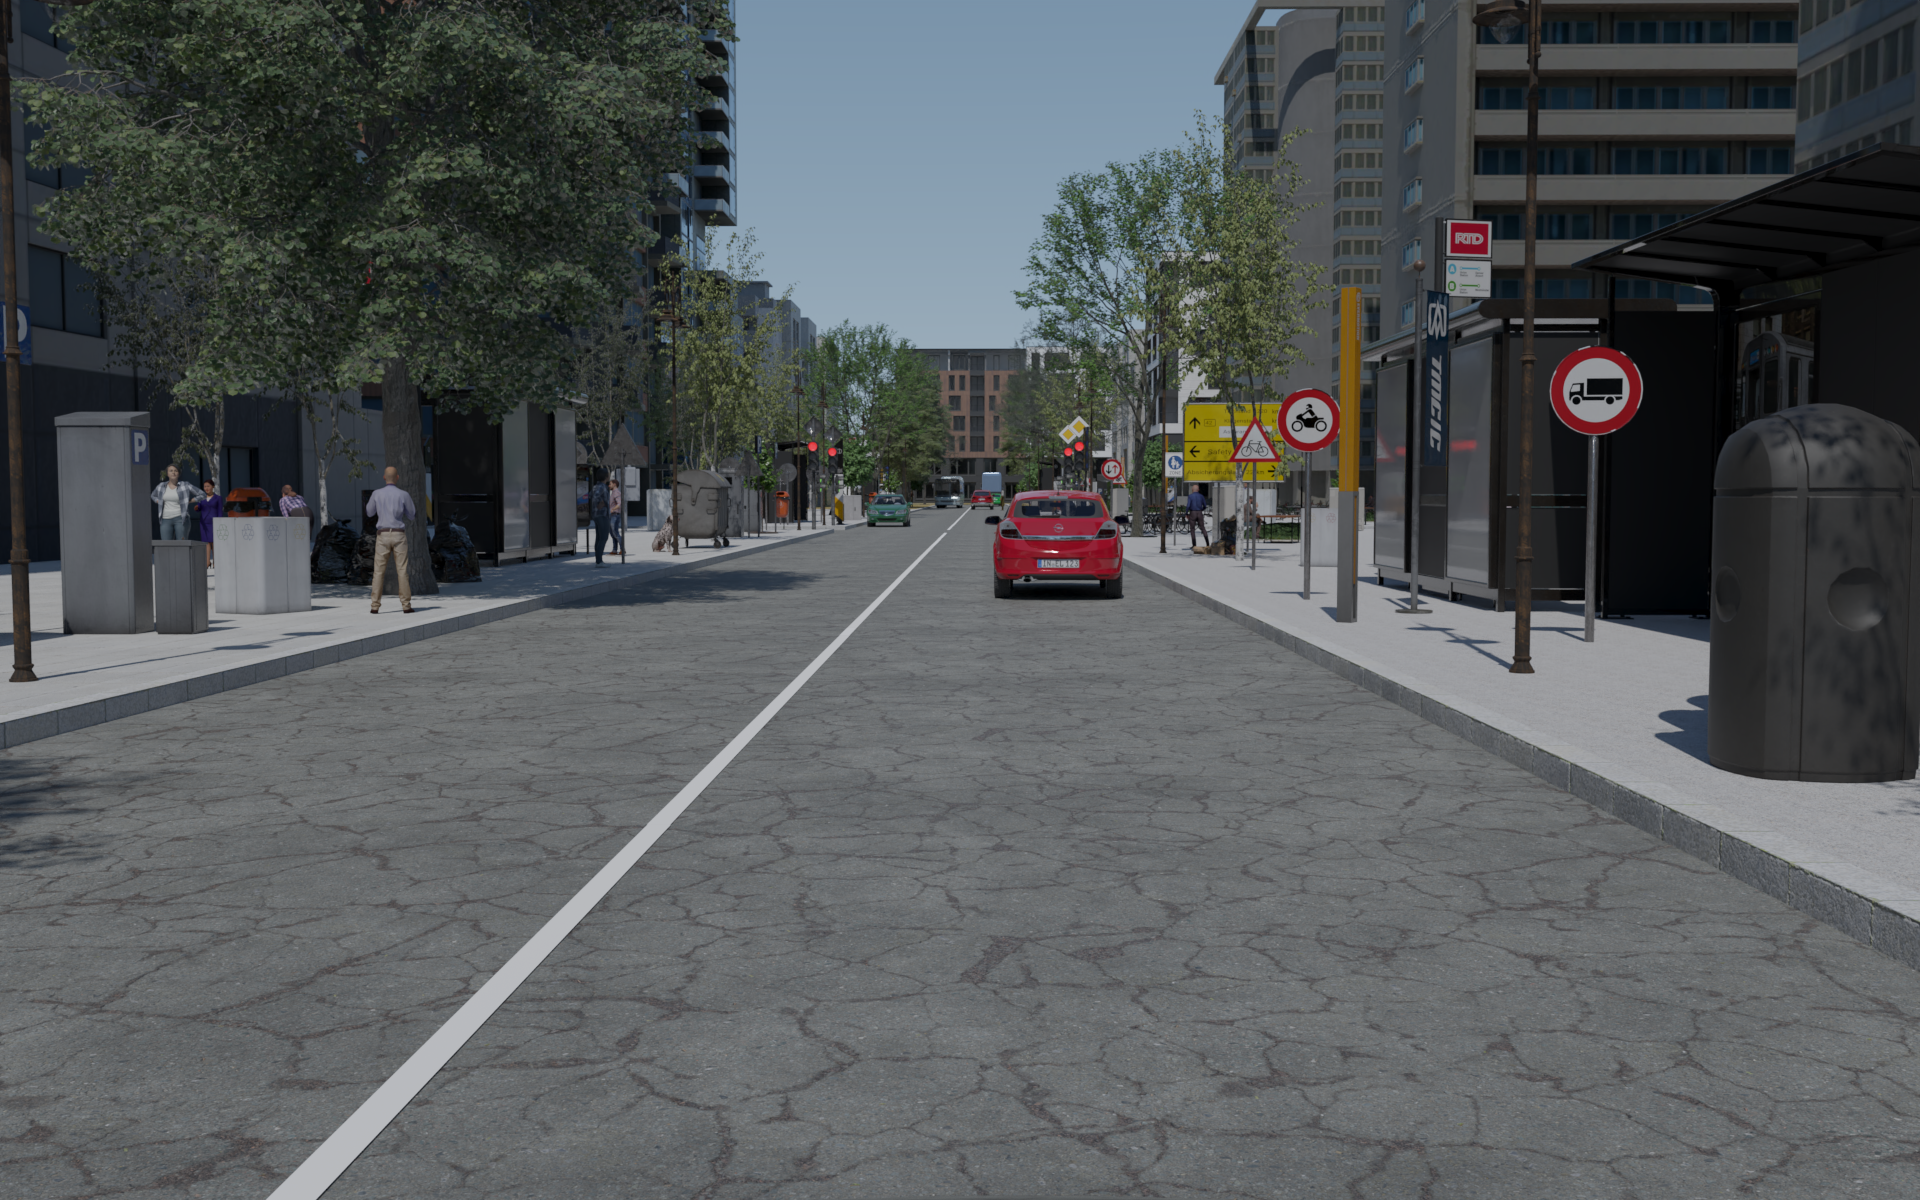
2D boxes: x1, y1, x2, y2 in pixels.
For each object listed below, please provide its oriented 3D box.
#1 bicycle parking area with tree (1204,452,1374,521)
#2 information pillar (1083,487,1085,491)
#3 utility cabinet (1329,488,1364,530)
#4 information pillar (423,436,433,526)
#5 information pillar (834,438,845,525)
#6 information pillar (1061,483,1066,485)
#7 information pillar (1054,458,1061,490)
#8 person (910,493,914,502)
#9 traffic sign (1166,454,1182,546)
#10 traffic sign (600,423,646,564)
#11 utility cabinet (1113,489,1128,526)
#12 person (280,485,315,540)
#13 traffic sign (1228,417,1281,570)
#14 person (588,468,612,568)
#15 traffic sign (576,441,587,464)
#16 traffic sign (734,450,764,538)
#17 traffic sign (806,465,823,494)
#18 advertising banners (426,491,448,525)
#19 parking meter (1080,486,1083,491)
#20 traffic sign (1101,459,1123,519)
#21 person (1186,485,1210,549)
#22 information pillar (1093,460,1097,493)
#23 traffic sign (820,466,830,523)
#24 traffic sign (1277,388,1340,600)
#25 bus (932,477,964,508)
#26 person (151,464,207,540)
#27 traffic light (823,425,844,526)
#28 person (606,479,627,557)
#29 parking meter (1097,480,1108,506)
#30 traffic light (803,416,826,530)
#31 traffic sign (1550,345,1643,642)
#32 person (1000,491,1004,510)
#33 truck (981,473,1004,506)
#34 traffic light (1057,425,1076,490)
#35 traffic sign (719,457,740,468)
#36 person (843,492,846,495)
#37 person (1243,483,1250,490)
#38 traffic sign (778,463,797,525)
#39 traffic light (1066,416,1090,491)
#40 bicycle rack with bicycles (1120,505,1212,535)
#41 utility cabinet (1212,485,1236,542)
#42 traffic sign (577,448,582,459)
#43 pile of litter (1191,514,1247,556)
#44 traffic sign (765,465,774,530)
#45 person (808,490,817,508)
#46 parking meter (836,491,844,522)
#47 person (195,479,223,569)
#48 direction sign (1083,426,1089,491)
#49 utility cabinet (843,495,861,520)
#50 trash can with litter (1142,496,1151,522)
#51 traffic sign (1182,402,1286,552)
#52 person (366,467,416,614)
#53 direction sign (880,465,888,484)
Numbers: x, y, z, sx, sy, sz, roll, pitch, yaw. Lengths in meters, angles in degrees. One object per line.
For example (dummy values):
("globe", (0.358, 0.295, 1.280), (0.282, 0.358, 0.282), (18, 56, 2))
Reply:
("bicycle parking area with tree", (17.362, -6.701, 96.558), (9.016, 4.147, 8.231), (2, 4, 30))
("information pillar", (8.475, -6.838, 116.299), (0.304, 2.012, 0.304), (-2, 4, -35))
("utility cabinet", (13.459, -3.157, 60.288), (1.173, 1.500, 0.318), (1, 4, 10))
("information pillar", (-21.380, -4.783, 69.564), (0.183, 3.616, 0.504), (1, 4, 9))
("information pillar", (-5.093, -4.950, 72.294), (0.504, 3.616, 0.183), (1, 4, 9))
("information pillar", (6.989, -6.891, 117.155), (0.304, 2.012, 0.304), (1, 4, 14))
("information pillar", (6.288, -7.389, 112.162), (0.504, 3.616, 0.183), (0, 4, -2))
("person", (-6.155, -12.956, 218.399), (0.721, 1.766, 1.217), (-2, 4, -34))
("traffic sign", (5.325, -2.494, 42.903), (0.606, 2.300, 0.079), (1, 4, 8))
("traffic sign", (-6.177, -1.938, 31.698), (0.884, 2.594, 0.081), (1, 4, 9))
("utility cabinet", (6.402, -3.729, 69.652), (0.318, 1.500, 1.173), (2, 4, 28))
("person", (-10.808, -1.156, 28.180), (0.697, 1.427, 0.421), (3, 5, 40))
("traffic sign", (4.948, -1.781, 29.122), (0.884, 2.594, 0.081), (0, 4, 6))
("person", (-6.286, -1.439, 30.295), (0.376, 1.734, 0.841), (-1, 4, -15))
("traffic sign", (-9.216, -2.506, 41.079), (0.768, 2.556, 0.104), (0, 4, 3))
("traffic sign", (-6.175, -3.096, 50.622), (0.884, 2.594, 0.081), (1, 4, 9))
("traffic sign", (-6.181, -4.509, 73.822), (0.768, 2.556, 0.104), (0, 4, 5))
("advertising banners", (-21.349, -4.607, 71.508), (0.090, 3.025, 2.074), (2, 4, 25))
("parking meter", (8.299, -6.910, 118.688), (0.255, 1.863, 0.399), (2, 4, 32))
("traffic sign", (5.462, -3.804, 62.302), (0.768, 2.556, 0.104), (0, 4, 8))
("person", (5.610, -1.959, 40.761), (0.574, 1.496, 0.600), (1, 4, 11))
("information pillar", (9.169, -7.726, 117.667), (0.183, 3.616, 0.504), (-1, 4, -23))
("traffic sign", (-6.192, -4.722, 77.306), (0.768, 2.556, 0.104), (0, 4, 8))
("traffic sign", (4.214, -1.276, 20.963), (0.768, 2.556, 0.104), (1, 4, 9))
("bus", (-1.069, -11.203, 178.025), (2.948, 3.499, 13.247), (0, 4, 2))
("person", (-11.901, -1.194, 26.280), (0.841, 1.734, 0.376), (0, 4, 4))
("traffic light", (-5.130, -4.972, 70.212), (0.839, 4.253, 0.868), (0, 4, 1))
("person", (-7.124, -1.690, 35.631), (0.435, 1.587, 0.963), (-2, 4, -27))
("parking meter", (5.756, -3.941, 70.154), (0.399, 1.863, 0.255), (3, 5, 40))
("traffic light", (-5.240, -4.484, 62.228), (0.839, 4.253, 0.868), (0, 4, 1))
("traffic sign", (5.453, -0.907, 14.931), (0.768, 2.556, 0.104), (0, 4, 7))
("person", (3.641, -8.726, 151.908), (0.721, 1.736, 1.217), (1, 4, 9))
("truck", (3.712, -13.520, 210.811), (2.967, 4.110, 18.799), (0, 4, 3))
("traffic light", (4.351, -4.965, 70.098), (0.839, 4.253, 0.868), (0, 4, 1))
("traffic sign", (-7.935, -3.646, 59.720), (0.768, 2.556, 0.104), (0, 4, 7))
("person", (-12.652, -10.928, 184.817), (1.348, 1.812, 0.705), (-2, 4, -28))
("person", (13.417, -4.626, 81.539), (0.709, 1.838, 0.599), (2, 4, 34))
("traffic sign", (-7.114, -4.362, 71.429), (0.768, 2.556, 0.104), (0, 4, 2))
("traffic light", (4.241, -4.477, 62.114), (0.839, 4.253, 0.868), (0, 4, 1))
("bicycle rack with bicycles", (7.233, -2.757, 58.454), (2.925, 0.926, 2.852), (2, 4, 25))
("utility cabinet", (6.712, -2.170, 44.157), (0.318, 1.500, 1.173), (0, 4, -6))
("traffic sign", (-8.980, -2.426, 39.397), (0.795, 2.593, 0.064), (0, 4, 7))
("pile of litter", (5.501, -1.396, 36.790), (1.176, 0.858, 1.719), (1, 4, 10))
("traffic sign", (-6.828, -3.603, 61.033), (0.606, 2.300, 0.079), (0, 4, 5))
("person", (-13.585, -9.222, 157.603), (1.217, 1.735, 0.721), (0, 4, -3))
("parking meter", (-5.553, -4.395, 80.268), (0.372, 1.533, 0.369), (0, 3, 0))
("person", (-12.809, -1.293, 29.550), (0.453, 1.535, 0.546), (-2, 4, -24))
("direction sign", (4.241, -4.061, 58.389), (0.379, 3.537, 0.876), (0, 4, -6))
("utility cabinet", (-5.325, -4.478, 84.375), (1.020, 1.237, 0.306), (-1, 4, -14))
("trash can with litter", (7.379, -3.853, 74.057), (2.233, 1.210, 1.678), (-1, 4, -12))
("traffic sign", (6.063, -2.721, 38.369), (2.265, 3.308, 0.079), (0, 4, 7))
("person", (-6.116, -0.642, 18.597), (0.516, 1.574, 0.319), (0, 4, -6))
("direction sign", (-5.945, -8.819, 136.191), (0.876, 3.537, 0.379), (2, 4, 27))
